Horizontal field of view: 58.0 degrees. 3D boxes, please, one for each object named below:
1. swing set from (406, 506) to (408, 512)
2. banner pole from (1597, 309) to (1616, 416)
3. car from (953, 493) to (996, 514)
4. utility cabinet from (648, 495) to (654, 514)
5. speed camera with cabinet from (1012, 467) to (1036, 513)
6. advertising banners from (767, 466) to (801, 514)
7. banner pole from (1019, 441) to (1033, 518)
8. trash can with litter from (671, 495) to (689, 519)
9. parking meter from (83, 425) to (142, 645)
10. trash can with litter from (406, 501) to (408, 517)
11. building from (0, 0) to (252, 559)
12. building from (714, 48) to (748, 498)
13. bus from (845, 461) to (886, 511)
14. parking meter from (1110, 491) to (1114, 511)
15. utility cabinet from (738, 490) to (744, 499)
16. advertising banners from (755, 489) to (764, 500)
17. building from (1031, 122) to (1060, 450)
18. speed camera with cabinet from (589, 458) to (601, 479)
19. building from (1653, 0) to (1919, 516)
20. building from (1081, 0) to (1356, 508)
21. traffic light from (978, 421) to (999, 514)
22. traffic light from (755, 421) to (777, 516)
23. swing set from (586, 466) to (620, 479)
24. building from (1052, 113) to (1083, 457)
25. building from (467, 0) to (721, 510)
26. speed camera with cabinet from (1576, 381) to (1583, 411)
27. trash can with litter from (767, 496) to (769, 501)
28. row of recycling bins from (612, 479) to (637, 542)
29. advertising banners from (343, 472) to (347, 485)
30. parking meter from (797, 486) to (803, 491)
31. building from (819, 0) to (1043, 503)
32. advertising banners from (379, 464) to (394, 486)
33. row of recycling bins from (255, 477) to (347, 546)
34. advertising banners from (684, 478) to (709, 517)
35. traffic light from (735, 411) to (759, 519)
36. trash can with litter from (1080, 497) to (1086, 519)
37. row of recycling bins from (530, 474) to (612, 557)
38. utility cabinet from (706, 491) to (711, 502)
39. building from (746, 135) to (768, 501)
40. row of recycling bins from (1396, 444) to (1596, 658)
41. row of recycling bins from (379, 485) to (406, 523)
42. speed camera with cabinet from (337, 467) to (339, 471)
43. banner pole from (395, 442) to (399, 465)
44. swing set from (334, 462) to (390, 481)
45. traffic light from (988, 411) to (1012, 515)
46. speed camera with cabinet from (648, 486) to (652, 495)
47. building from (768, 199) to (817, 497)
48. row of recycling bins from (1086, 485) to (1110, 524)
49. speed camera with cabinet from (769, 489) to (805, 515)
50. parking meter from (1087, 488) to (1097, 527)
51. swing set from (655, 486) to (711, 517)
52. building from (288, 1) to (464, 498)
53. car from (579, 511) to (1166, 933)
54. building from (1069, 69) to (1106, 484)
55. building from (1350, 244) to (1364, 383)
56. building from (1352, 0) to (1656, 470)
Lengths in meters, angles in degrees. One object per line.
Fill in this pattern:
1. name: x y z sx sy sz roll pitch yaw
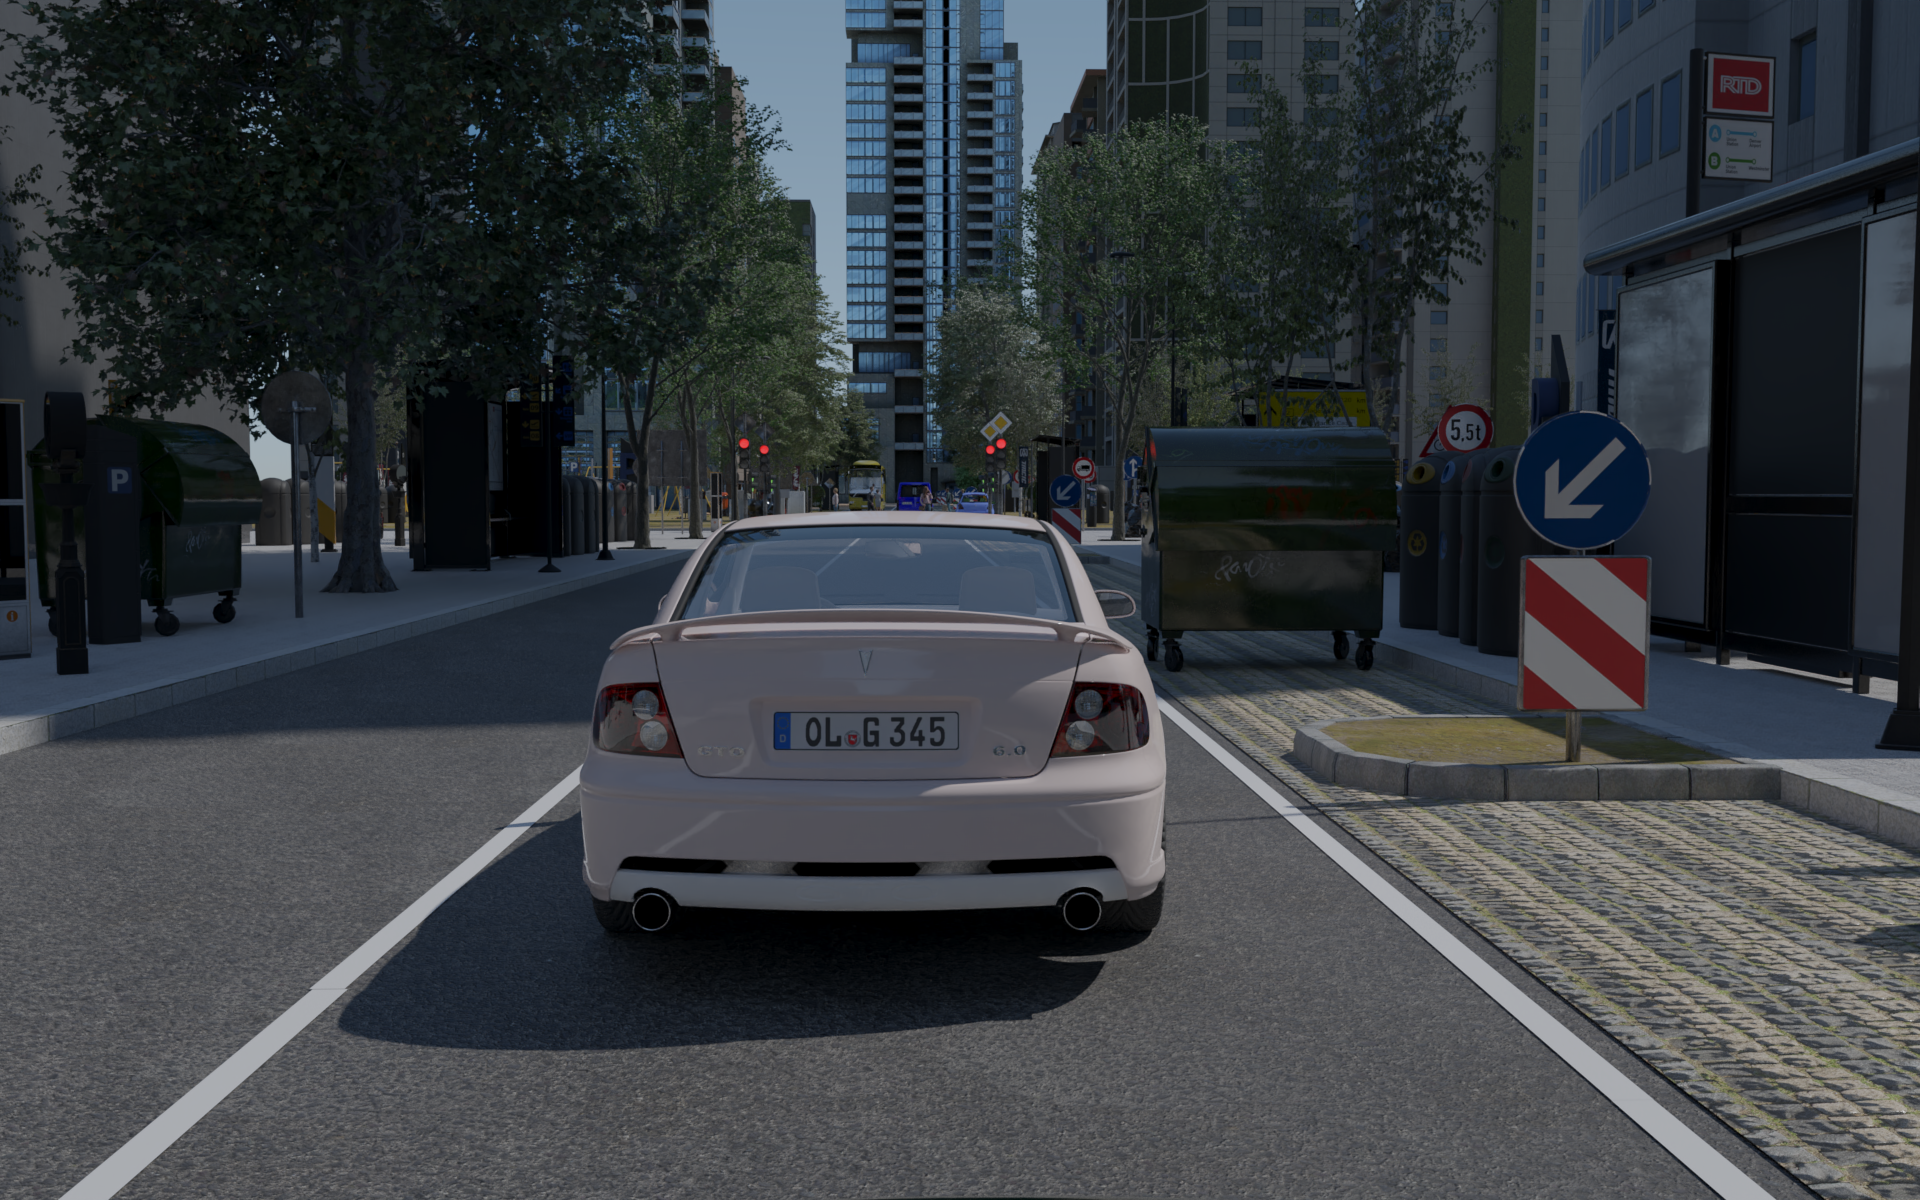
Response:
1. swing set: -35.853 -6.643 106.228 3.119 2.851 2.862 -2 4 -35
2. banner pole: 7.999 -1.876 20.694 0.863 3.779 0.401 0 4 3
3. car: 0.656 -4.210 78.423 1.945 1.707 3.694 0 4 -1
4. utility cabinet: -20.726 -6.322 114.519 1.020 1.237 0.306 2 4 28
5. speed camera with cabinet: 4.669 -7.708 120.358 2.038 3.252 0.660 1 4 16
6. advertising banners: -10.869 -6.783 107.094 2.074 3.025 0.090 0 4 6
7. banner pole: 3.087 -5.486 79.707 0.863 3.779 0.401 -1 4 -17
8. trash can with litter: -14.123 -4.796 89.468 1.678 1.210 2.233 -2 4 -25
9. parking meter: -7.276 -0.561 14.887 0.255 1.863 0.399 2 4 30
10. trash can with litter: -31.070 -5.237 97.004 1.055 1.170 0.624 1 4 16
11. building: -30.346 -15.011 38.938 24.014 27.812 14.314 0 4 -2
12. building: -29.550 -32.323 178.585 14.600 45.320 14.200 0 4 -2
13. bus: -6.973 -8.516 130.776 2.896 3.916 12.252 0 4 -1
14. parking meter: 11.444 -7.426 129.819 0.372 1.533 0.369 0 3 0
15. utility cabinet: -11.980 -5.242 94.390 0.318 1.500 1.173 -1 4 -14
16. advertising banners: -14.656 -8.122 128.974 2.074 3.025 0.090 0 4 8
17. building: 24.883 -40.443 250.486 27.495 52.752 28.713 0 4 -2
18. speed camera with cabinet: -20.426 -6.181 95.396 0.660 3.252 2.038 1 4 17
19. building: 23.965 -30.031 33.001 21.231 58.520 28.212 0 4 -2
20. building: 21.988 -43.684 152.485 20.563 71.187 20.611 0 4 -2
21. traffic light: 1.137 -4.763 66.788 0.839 4.253 0.868 0 4 -2
22. traffic light: -7.470 -4.747 66.530 0.839 4.253 0.868 0 4 -2
23. swing set: -19.847 -6.166 98.438 3.119 2.851 2.862 2 4 29
24. building: 18.156 -33.612 199.674 14.600 45.320 14.200 0 4 -2
25. building: -32.565 -51.499 154.676 22.319 86.520 31.000 0 4 -2
26. speed camera with cabinet: 11.584 -2.207 30.417 2.038 3.252 0.660 1 4 23
27. trash can with litter: -15.154 -7.634 136.211 0.624 1.170 1.055 -2 4 -23
28. row of recycling bins: -9.491 -2.399 46.333 1.069 1.692 3.534 0 4 7
29. advertising banners: -49.859 -8.702 138.471 2.074 3.025 0.090 -1 4 -22
30. parking meter: -11.160 -7.026 120.592 0.399 1.863 0.255 2 4 35
31. building: -4.271 -57.067 245.719 31.000 86.520 22.319 0 4 -2
32. advertising banners: -33.868 -6.508 102.596 0.090 3.025 2.074 1 4 11
33. row of recycling bins: -16.814 -2.284 44.459 1.069 1.692 3.534 1 4 11
34. advertising banners: -13.735 -5.858 91.974 2.074 3.025 0.090 0 4 -3
35. traffic light: -7.244 -4.259 58.548 0.839 4.253 0.868 0 4 -2
36. trash can with litter: 6.281 -4.696 87.831 2.233 1.210 1.678 -1 4 -16
37. row of recycling bins: -8.390 -1.827 36.984 1.069 1.692 3.534 0 4 0
38. utility cabinet: -16.050 -6.315 111.933 0.318 1.500 1.173 -2 4 -32
39. building: -30.169 -31.522 198.974 14.086 41.232 14.154 0 4 -2
40. row of recycling bins: 4.691 -0.497 15.241 1.069 1.692 3.534 0 4 1
41. row of recycling bins: -25.812 -4.182 75.494 1.069 1.692 3.534 3 5 41
42. speed camera with cabinet: -45.307 -7.945 124.232 2.038 3.252 0.660 -1 4 -19
43. banner pole: -27.005 -5.701 83.231 0.401 3.779 0.863 -1 4 -9
44. swing set: -30.332 -5.364 85.324 3.119 2.851 2.862 1 4 19
45. traffic light: 1.363 -4.274 58.807 0.839 4.253 0.868 0 4 -2
46. speed camera with cabinet: -25.216 -8.895 139.769 0.660 3.252 2.038 -1 4 -11
47. building: -27.284 -34.164 242.173 14.086 41.232 14.154 0 4 -2
48. row of recycling bins: 6.056 -4.259 76.739 1.069 1.692 3.534 0 4 2
49. speed camera with cabinet: -10.026 -6.482 100.314 2.038 3.252 0.660 0 4 2
50. parking meter: 5.110 -3.591 67.127 0.372 1.533 0.369 0 3 0
51. swing set: -15.756 -6.229 99.472 2.862 2.851 3.119 0 4 4
52. building: -61.669 -46.218 193.916 20.611 71.187 20.563 0 4 -2
53. car: -0.271 0.325 7.043 2.083 1.381 4.827 0 4 0
54. building: 22.776 -32.012 178.016 22.147 44.769 28.867 0 4 -2
55. building: 38.041 -26.266 201.150 14.107 30.474 14.160 0 4 -2
56. building: 59.817 -40.062 197.006 28.212 58.520 21.231 0 4 -2
